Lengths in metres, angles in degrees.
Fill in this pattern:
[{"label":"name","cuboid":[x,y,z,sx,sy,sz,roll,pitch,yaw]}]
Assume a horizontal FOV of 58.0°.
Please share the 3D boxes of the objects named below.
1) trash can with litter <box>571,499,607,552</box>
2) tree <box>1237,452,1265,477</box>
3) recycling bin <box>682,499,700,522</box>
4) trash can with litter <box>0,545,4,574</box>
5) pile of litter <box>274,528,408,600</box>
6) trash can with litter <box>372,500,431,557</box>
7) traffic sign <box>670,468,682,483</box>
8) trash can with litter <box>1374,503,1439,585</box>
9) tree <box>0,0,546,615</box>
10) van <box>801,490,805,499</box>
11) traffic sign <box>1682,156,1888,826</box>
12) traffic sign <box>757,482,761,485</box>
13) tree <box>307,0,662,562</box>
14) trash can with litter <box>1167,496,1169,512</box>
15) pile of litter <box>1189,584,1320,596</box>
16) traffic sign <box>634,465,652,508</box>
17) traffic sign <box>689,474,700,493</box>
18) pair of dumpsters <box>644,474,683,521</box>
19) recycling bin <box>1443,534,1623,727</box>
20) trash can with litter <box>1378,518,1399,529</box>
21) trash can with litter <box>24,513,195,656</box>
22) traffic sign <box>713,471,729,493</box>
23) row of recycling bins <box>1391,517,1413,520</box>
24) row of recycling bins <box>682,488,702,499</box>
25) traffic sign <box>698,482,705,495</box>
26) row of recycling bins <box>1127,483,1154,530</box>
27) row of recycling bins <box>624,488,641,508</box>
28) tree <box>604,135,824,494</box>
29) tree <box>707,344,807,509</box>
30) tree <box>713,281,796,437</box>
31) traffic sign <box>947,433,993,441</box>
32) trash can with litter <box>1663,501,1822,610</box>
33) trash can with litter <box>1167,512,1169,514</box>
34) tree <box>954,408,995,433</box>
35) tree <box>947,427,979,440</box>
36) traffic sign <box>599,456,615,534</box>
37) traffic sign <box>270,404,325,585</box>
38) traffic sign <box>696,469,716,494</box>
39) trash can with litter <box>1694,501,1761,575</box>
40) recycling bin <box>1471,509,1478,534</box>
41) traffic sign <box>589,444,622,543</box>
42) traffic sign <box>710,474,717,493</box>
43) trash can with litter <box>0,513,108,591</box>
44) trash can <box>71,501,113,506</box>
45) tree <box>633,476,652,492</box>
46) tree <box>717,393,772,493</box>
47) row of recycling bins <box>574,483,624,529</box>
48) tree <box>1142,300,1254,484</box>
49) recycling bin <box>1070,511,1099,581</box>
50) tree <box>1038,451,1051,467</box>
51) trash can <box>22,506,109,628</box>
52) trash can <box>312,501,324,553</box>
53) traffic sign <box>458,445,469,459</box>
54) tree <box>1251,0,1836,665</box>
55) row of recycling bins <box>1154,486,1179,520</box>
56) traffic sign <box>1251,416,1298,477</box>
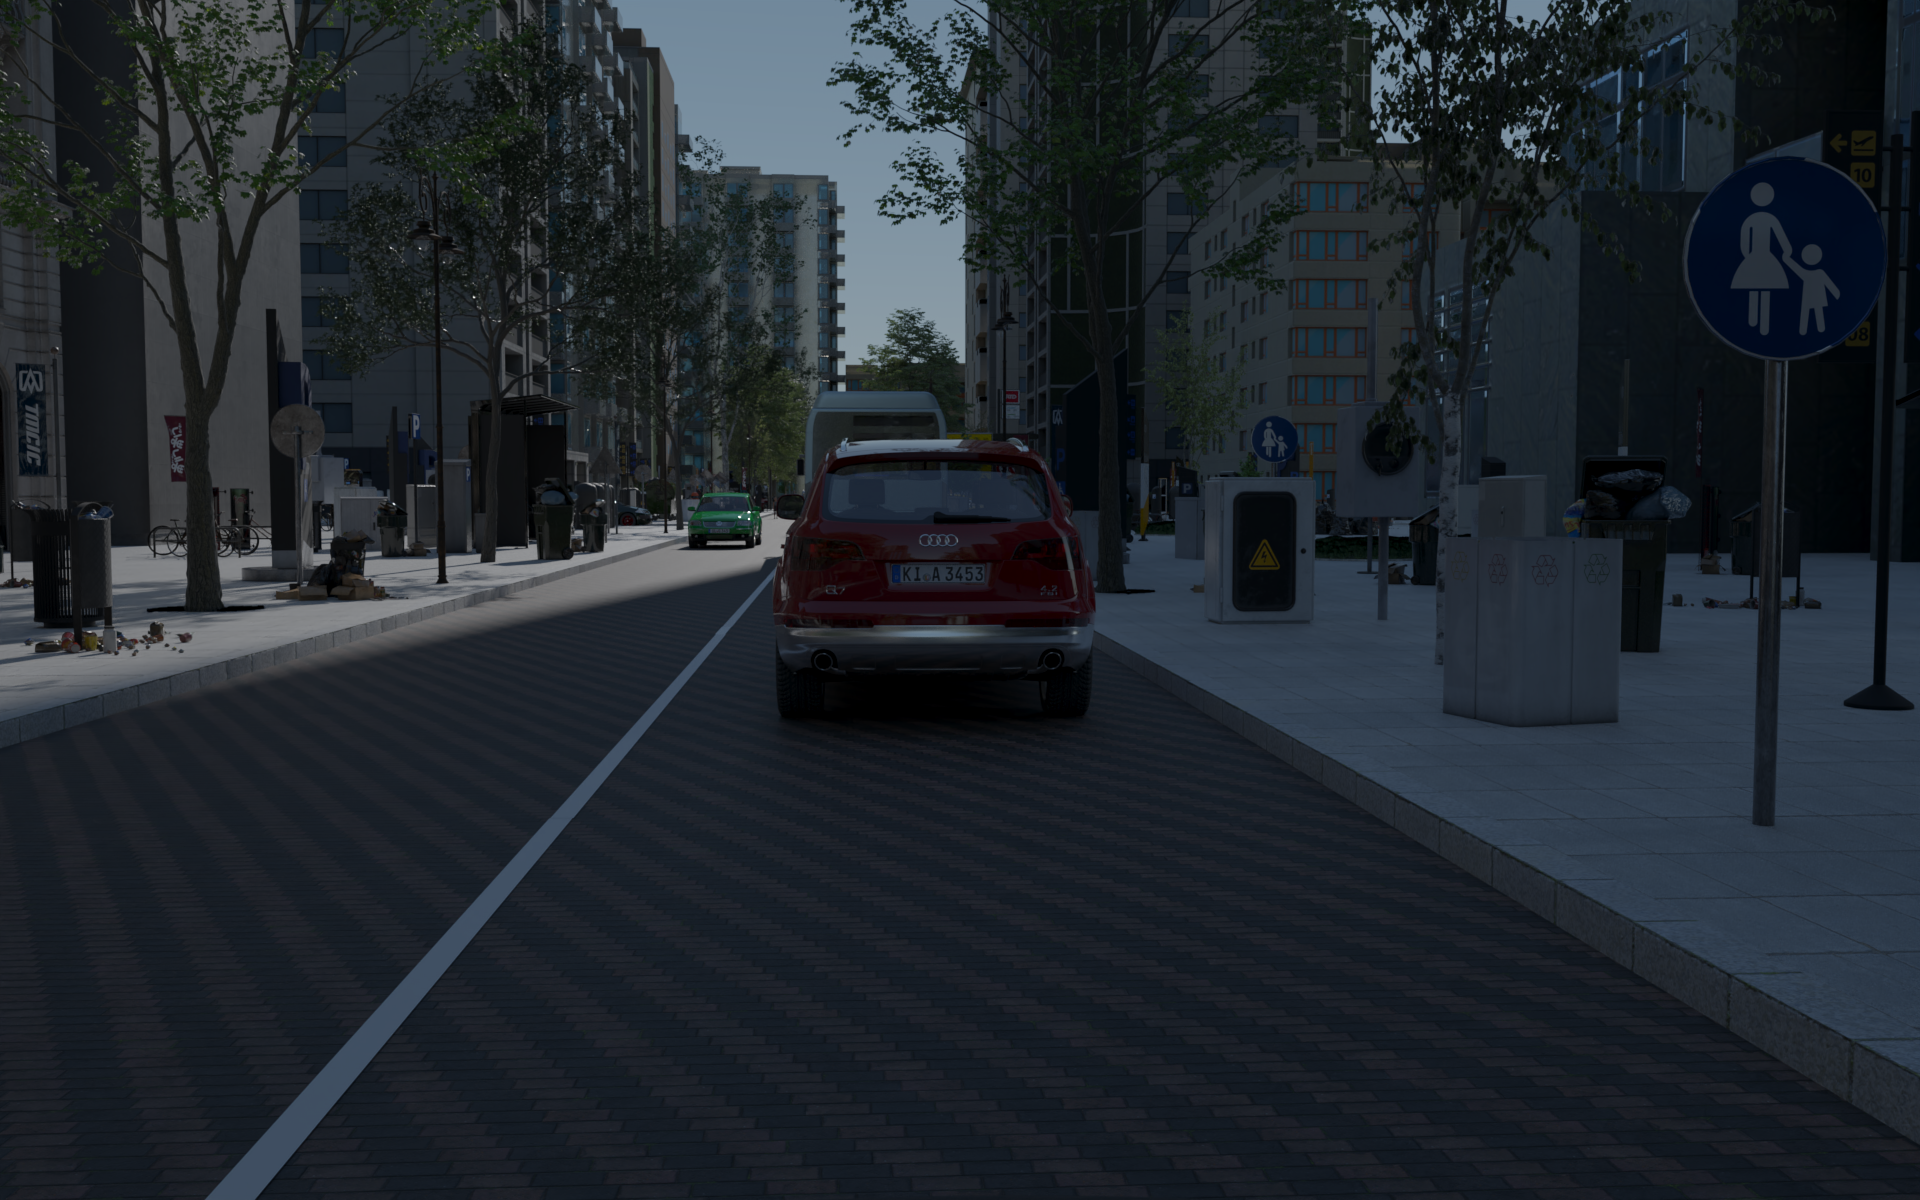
[{"label":"trash can with litter","cuboid":[-8.318,-1.642,38.228,1.055,1.170,0.624,1,4,20]},{"label":"tree","cuboid":[13.021,-5.159,78.944,1.663,3.219,1.824,0,3,0]},{"label":"recycling bin","cuboid":[-12.698,-4.202,81.257,0.722,1.027,0.722,-3,5,-42]},{"label":"trash can with litter","cuboid":[-8.626,-0.193,14.551,1.055,1.170,0.624,0,4,4]},{"label":"pile of litter","cuboid":[-7.605,-0.443,21.209,1.719,0.858,1.176,2,4,31]},{"label":"trash can with litter","cuboid":[-11.434,-1.473,35.468,0.624,1.170,1.055,3,5,41]},{"label":"traffic sign","cuboid":[-14.334,-5.292,86.525,0.884,2.594,0.081,0,4,-3]},{"label":"trash can with litter","cuboid":[6.400,-0.803,24.511,1.055,1.170,0.624,2,4,30]},{"label":"tree","cuboid":[-8.244,-5.693,18.838,9.928,11.665,9.643,0,3,0]},{"label":"van","cuboid":[-13.636,-9.159,156.753,2.013,2.044,4.112,0,4,-4]},{"label":"traffic sign","cuboid":[3.121,-0.400,6.648,0.768,2.556,0.104,0,4,1]},{"label":"traffic sign","cuboid":[-16.280,-8.486,139.928,0.795,2.450,0.064,0,4,2]},{"label":"tree","cuboid":[-8.544,-5.988,32.318,7.601,10.594,8.767,-1,4,-9]},{"label":"trash can with litter","cuboid":[13.744,-6.403,116.080,1.055,1.170,0.624,-2,4,-31]},{"label":"pile of litter","cuboid":[3.757,-0.514,22.365,1.176,0.858,1.719,-2,4,-33]},{"label":"traffic sign","cuboid":[-13.692,-4.567,74.778,0.768,2.556,0.104,0,4,6]},{"label":"traffic sign","cuboid":[-17.022,-6.807,111.395,0.768,2.556,0.104,0,4,2]},{"label":"pair of dumpsters","cuboid":[-14.311,-4.951,83.444,1.574,2.255,4.437,0,4,-4]},{"label":"recycling bin","cuboid":[3.270,0.161,9.926,0.722,1.027,0.722,-1,4,-19]},{"label":"trash can with litter","cuboid":[15.086,-3.262,64.391,1.678,1.210,2.233,-2,4,-33]},{"label":"trash can with litter","cuboid":[-7.101,-0.227,14.774,1.678,1.210,2.233,0,4,0]},{"label":"traffic sign","cuboid":[-10.512,-4.422,75.945,0.795,2.450,0.064,0,4,-4]},{"label":"row of recycling bins","cuboid":[21.119,-4.741,84.628,3.534,1.692,1.069,-3,5,-40]},{"label":"row of recycling bins","cuboid":[-18.965,-7.075,122.786,1.069,1.692,3.534,1,4,13]},{"label":"traffic sign","cuboid":[-15.830,-6.544,107.100,0.768,2.556,0.104,0,4,-1]},{"label":"row of recycling bins","cuboid":[5.130,-3.333,61.609,3.534,1.692,1.069,-3,4,-36]},{"label":"row of recycling bins","cuboid":[-22.426,-6.749,117.456,1.069,1.692,3.534,-1,4,-22]},{"label":"tree","cuboid":[-14.027,-14.594,94.499,12.611,20.169,13.585,0,3,0]},{"label":"tree","cuboid":[-15.293,-13.002,130.709,7.486,12.596,7.792,0,3,0]},{"label":"tree","cuboid":[-9.957,-7.788,61.754,8.767,10.594,7.601,0,4,-1]},{"label":"traffic sign","cuboid":[-0.038,-3.888,57.443,2.265,3.308,0.079,0,4,5]},{"label":"trash can with litter","cuboid":[8.850,-0.531,19.735,2.233,1.210,1.678,0,4,7]},{"label":"trash can with litter","cuboid":[14.302,-6.264,113.471,2.233,1.210,1.678,1,4,20]},{"label":"tree","cuboid":[1.281,-11.902,144.965,4.360,8.622,3.978,0,3,0]},{"label":"tree","cuboid":[0.204,-3.381,49.886,1.663,3.219,1.824,0,3,0]},{"label":"traffic sign","cuboid":[-11.377,-3.419,56.004,0.768,2.556,0.104,0,4,-4]},{"label":"traffic sign","cuboid":[-9.345,-1.489,24.449,0.768,2.556,0.104,0,4,-2]},{"label":"traffic sign","cuboid":[-9.971,-3.935,67.978,0.795,2.450,0.064,0,4,-4]},{"label":"trash can with litter","cuboid":[12.267,-0.988,27.548,1.055,1.170,0.624,1,4,22]},{"label":"recycling bin","cuboid":[8.914,-0.976,28.504,0.722,1.027,0.722,-1,4,-21]},{"label":"traffic sign","cuboid":[-9.279,-2.772,45.334,0.884,2.594,0.081,0,4,1]},{"label":"traffic sign","cuboid":[-15.415,-6.642,108.694,0.768,2.556,0.104,0,4,3]},{"label":"trash can with litter","cuboid":[-13.334,-0.792,24.000,2.233,1.210,1.678,-3,5,-44]},{"label":"trash can","cuboid":[-17.374,-1.409,34.691,0.748,1.137,0.748,0,3,0]},{"label":"tree","cuboid":[-23.981,-8.416,132.206,1.663,3.219,1.824,0,3,0]},{"label":"tree","cuboid":[-14.966,-10.500,122.036,4.360,8.622,3.978,0,3,0]},{"label":"row of recycling bins","cuboid":[-13.570,-3.512,64.531,1.069,1.692,3.534,0,4,2]},{"label":"tree","cuboid":[9.065,-7.108,66.578,4.737,8.622,4.395,0,3,0]},{"label":"recycling bin","cuboid":[1.670,-0.808,25.771,0.722,1.027,0.722,-2,4,-29]},{"label":"tree","cuboid":[3.605,-5.145,78.724,1.663,3.219,1.824,0,3,0]},{"label":"trash can","cuboid":[-8.615,-0.310,16.724,0.748,1.137,0.748,0,3,0]},{"label":"trash can","cuboid":[-14.324,-1.610,37.976,0.748,1.137,0.748,0,3,0]},{"label":"traffic sign","cuboid":[-12.388,-2.687,44.038,0.768,2.556,0.104,0,4,3]},{"label":"tree","cuboid":[3.876,-3.824,12.891,4.360,8.622,3.978,0,3,0]},{"label":"row of recycling bins","cuboid":[10.558,-4.933,87.770,3.534,1.692,1.069,1,4,10]},{"label":"traffic sign","cuboid":[5.110,-1.720,28.227,0.768,2.556,0.104,0,4,1]}]
